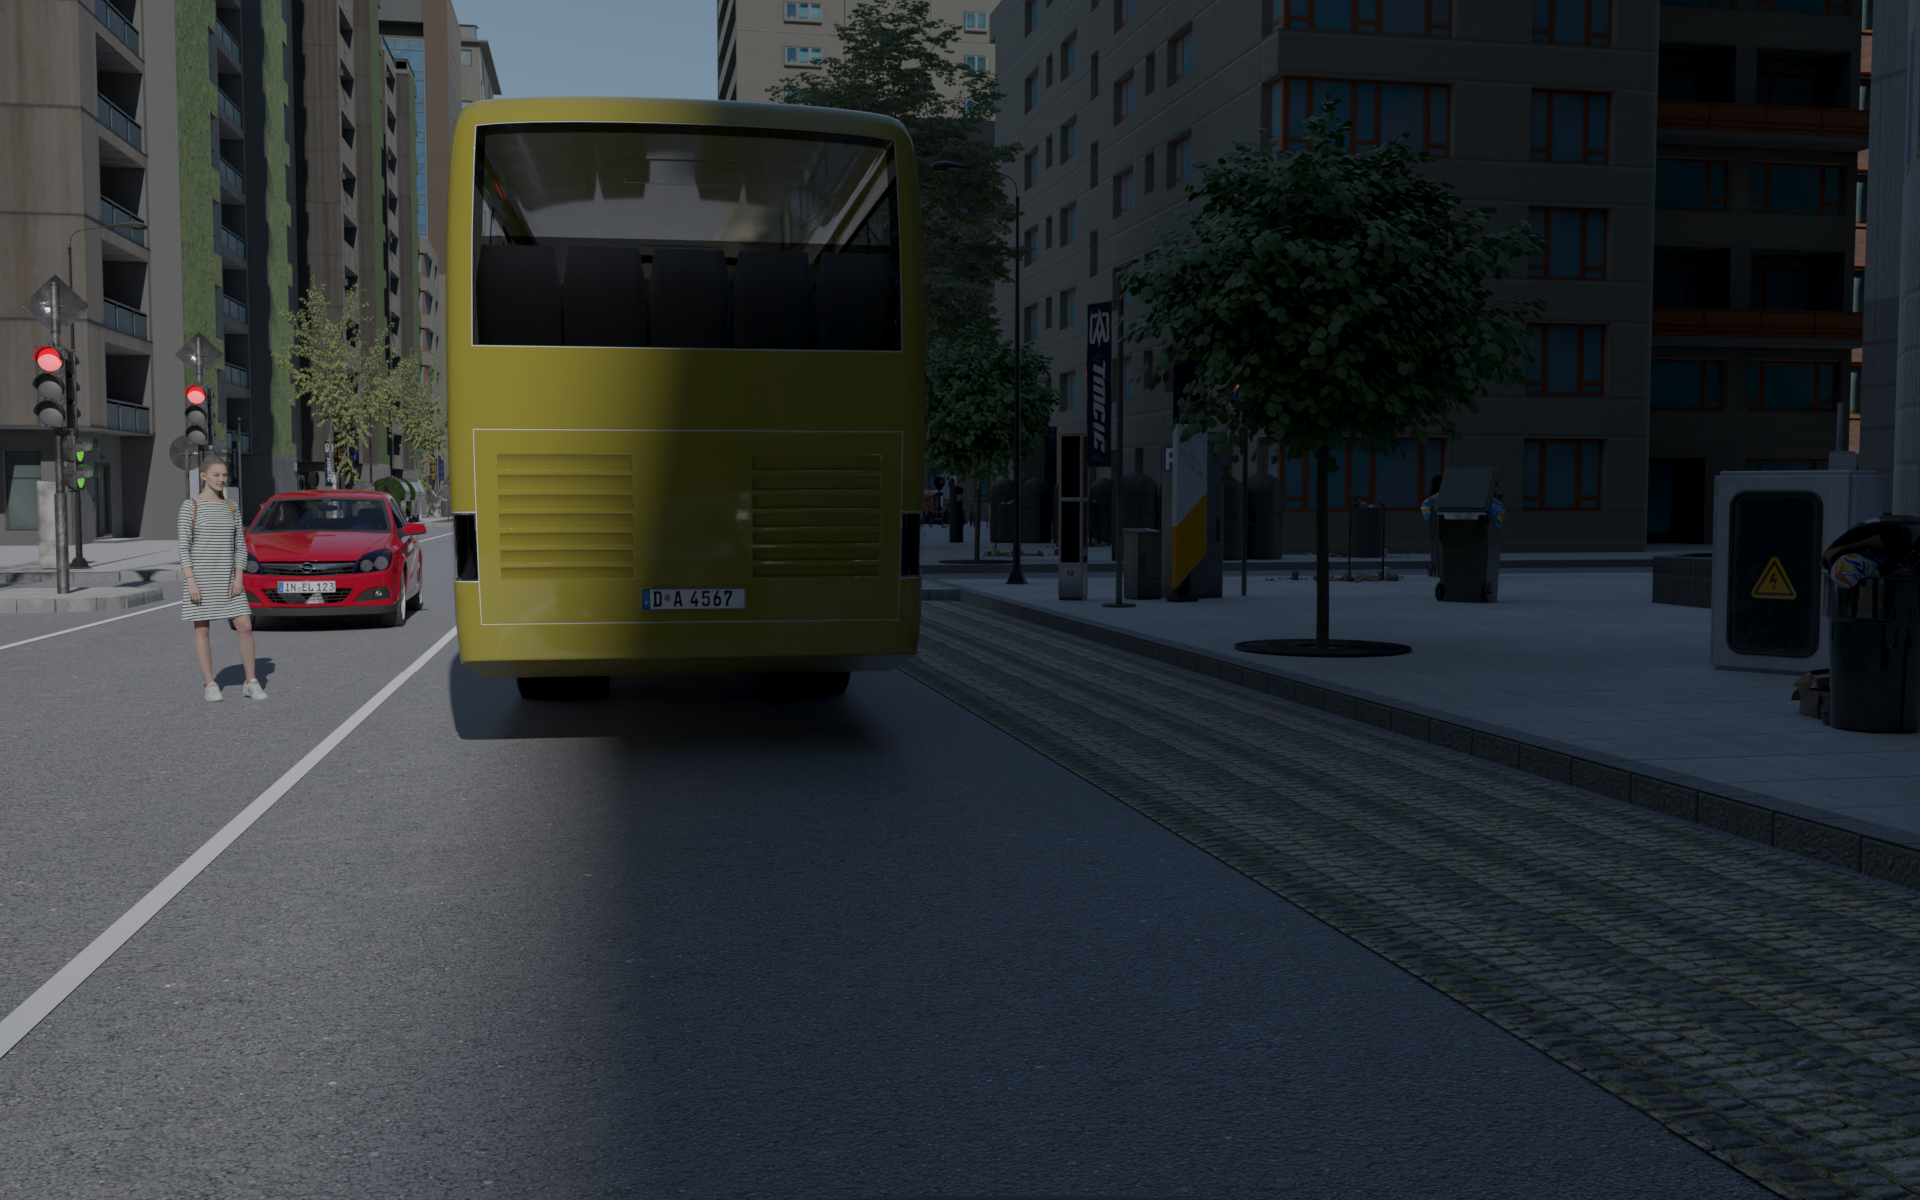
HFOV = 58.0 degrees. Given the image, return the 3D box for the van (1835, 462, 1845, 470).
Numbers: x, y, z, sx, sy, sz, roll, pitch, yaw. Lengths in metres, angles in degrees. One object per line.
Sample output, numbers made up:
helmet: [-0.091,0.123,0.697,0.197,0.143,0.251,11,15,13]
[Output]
van: [16.384,-1.541,32.209,4.112,2.044,2.013,-1,4,-12]

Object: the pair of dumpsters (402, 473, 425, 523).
pair of dumpsters: [-25.066,-4.610,77.864,1.574,2.255,4.437,-1,4,-12]

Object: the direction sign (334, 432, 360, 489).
direction sign: [-22.411,-4.363,63.333,0.876,3.537,0.379,-1,4,-8]

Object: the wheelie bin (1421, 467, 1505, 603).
wheelie bin: [6.067,-0.782,20.686,0.980,1.594,0.693,3,4,36]

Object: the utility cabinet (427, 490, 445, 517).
utility cabinet: [-28.487,-5.242,94.392,0.318,1.500,1.173,3,4,37]

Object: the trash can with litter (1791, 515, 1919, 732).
trash can with litter: [4.960,0.106,9.661,0.624,1.170,1.055,0,4,2]

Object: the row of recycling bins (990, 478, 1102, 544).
row of recycling bins: [2.453,-2.331,45.223,3.534,1.692,1.069,1,4,20]

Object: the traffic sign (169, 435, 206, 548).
traffic sign: [-16.625,-2.275,37.299,0.768,2.556,0.104,0,4,-4]

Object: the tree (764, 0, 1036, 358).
tree: [-1.811,-7.448,39.902,7.486,12.596,7.792,0,3,0]

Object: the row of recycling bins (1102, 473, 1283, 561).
row of recycling bins: [4.657,-1.622,33.632,3.534,1.692,1.069,-1,4,-19]

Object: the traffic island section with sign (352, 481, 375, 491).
traffic island section with sign: [-17.327,-2.553,50.363,1.989,1.847,2.006,-1,4,-12]

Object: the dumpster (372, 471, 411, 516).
dumpster: [-24.003,-4.304,72.856,1.502,2.255,1.985,-1,4,-11]

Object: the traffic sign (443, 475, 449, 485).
traffic sign: [-30.453,-6.330,103.504,0.884,2.594,0.081,0,4,-6]

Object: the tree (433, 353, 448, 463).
tree: [-27.393,-8.442,88.385,4.737,8.622,4.395,0,3,0]

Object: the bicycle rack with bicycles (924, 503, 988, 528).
bicycle rack with bicycles: [-0.142,-3.229,66.179,2.852,0.926,2.925,-1,4,-15]

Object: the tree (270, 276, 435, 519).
tree: [-21.277,-6.671,59.427,4.737,8.622,4.395,0,3,0]

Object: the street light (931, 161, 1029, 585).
street light: [0.279,-3.174,24.443,1.470,5.913,1.316,-1,4,-12]

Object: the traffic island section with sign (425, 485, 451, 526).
traffic island section with sign: [-22.906,-4.221,77.645,1.989,1.847,2.006,-1,4,-12]

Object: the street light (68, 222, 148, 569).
street light: [-14.571,-3.492,29.631,1.470,5.913,1.316,-1,4,-12]

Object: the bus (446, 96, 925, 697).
bus: [-2.465,-1.444,15.162,2.896,3.916,12.252,-1,4,-10]

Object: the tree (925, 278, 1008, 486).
tree: [-0.039,-6.557,57.562,4.737,8.622,4.395,0,3,0]

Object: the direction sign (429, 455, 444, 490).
direction sign: [-30.568,-6.682,101.251,0.876,3.537,0.379,1,4,9]

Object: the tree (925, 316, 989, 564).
tree: [0.259,-2.964,32.168,4.285,4.588,4.351,0,3,0]

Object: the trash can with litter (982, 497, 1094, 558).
trash can with litter: [1.393,-1.516,35.839,2.233,1.210,1.678,-1,4,-14]

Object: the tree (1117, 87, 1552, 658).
tree: [2.955,-1.866,14.231,4.285,4.588,4.351,0,3,0]

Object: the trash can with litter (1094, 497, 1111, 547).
trash can with litter: [2.853,-1.911,42.294,2.233,1.210,1.678,-3,4,-38]

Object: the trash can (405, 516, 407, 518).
trash can: [-28.408,-4.670,88.003,0.748,1.137,0.748,0,3,0]

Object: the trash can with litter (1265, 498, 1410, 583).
trash can with litter: [5.649,-0.904,25.830,2.233,1.210,1.678,0,4,1]

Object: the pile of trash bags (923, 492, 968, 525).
pile of trash bags: [-0.884,-3.913,73.728,1.912,1.369,3.447,1,4,16]

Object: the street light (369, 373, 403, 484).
street light: [-22.135,-5.758,66.690,1.470,5.913,1.316,-1,4,-12]

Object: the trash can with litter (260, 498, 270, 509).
trash can with litter: [-20.369,-2.413,50.844,0.624,1.170,1.055,-3,5,-43]

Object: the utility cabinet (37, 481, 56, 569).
utility cabinet: [-15.640,-1.297,29.882,0.318,1.500,1.173,-1,4,-21]
